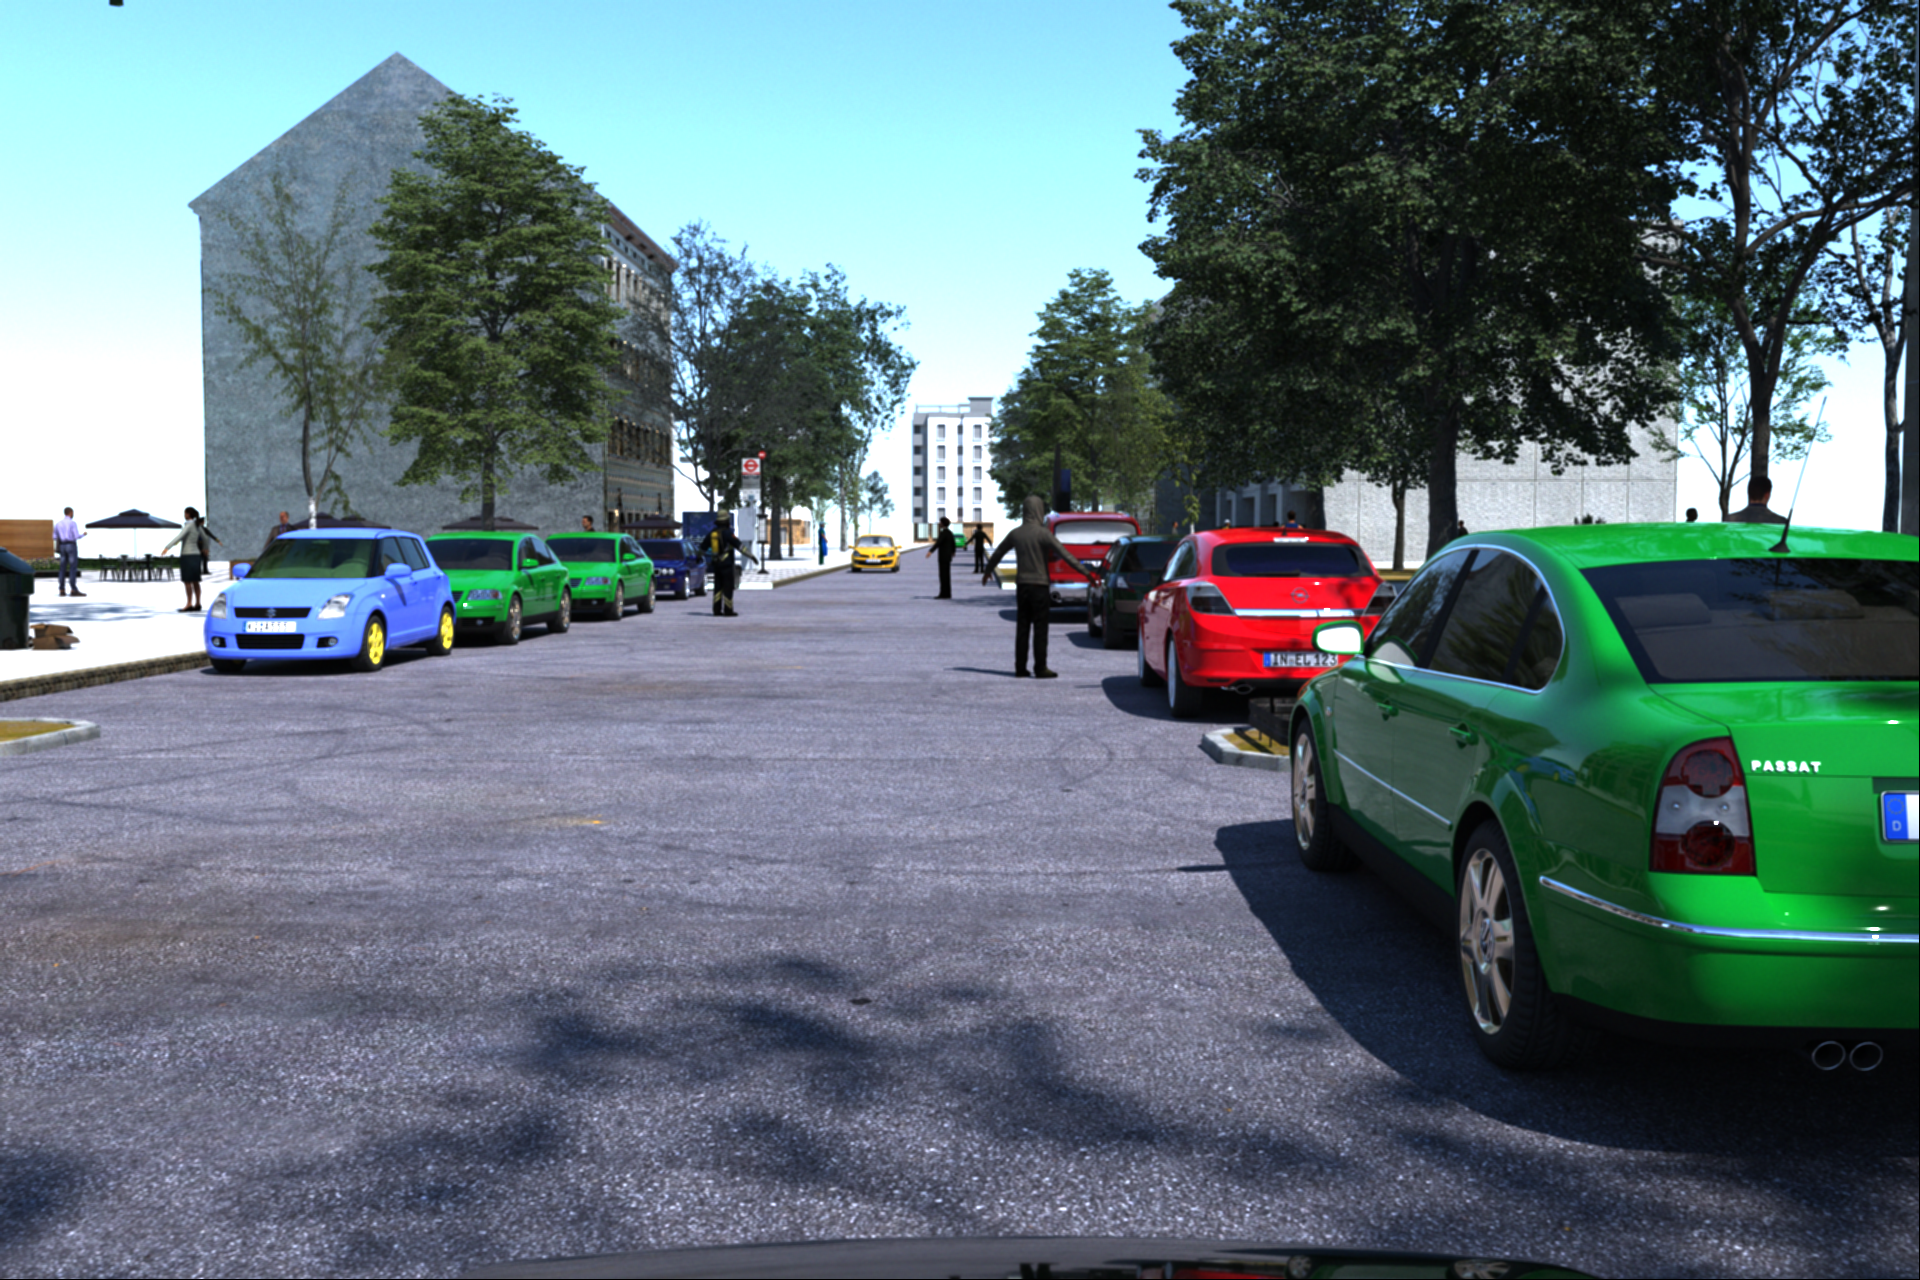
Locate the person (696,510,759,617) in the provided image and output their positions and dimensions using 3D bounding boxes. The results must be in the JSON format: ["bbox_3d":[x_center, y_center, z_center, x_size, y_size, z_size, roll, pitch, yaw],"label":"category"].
[{"bbox_3d":[-4.107,-1.341,30.166,1.354,1.856,0.705,2,4,31],"label":"person"}]

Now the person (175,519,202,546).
[{"bbox_3d":[-23.624,-2.852,53.095,0.721,1.772,1.216,1,4,13],"label":"person"}]

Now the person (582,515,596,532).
[{"bbox_3d":[-7.611,-1.635,35.329,0.704,1.812,1.346,-3,4,-37],"label":"person"}]

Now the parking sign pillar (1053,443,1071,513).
[{"bbox_3d":[3.047,-3.899,52.221,1.447,3.967,1.447,0,4,-1],"label":"parking sign pillar"}]

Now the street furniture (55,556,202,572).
[{"bbox_3d":[-32.229,-2.784,61.150,10.072,0.657,5.734,-2,4,-24],"label":"street furniture"}]

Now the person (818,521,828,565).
[{"bbox_3d":[-5.656,-3.988,71.337,0.704,1.817,1.347,-1,4,-16],"label":"person"}]

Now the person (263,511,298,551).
[{"bbox_3d":[-14.091,-1.808,36.151,0.990,1.755,0.434,0,4,6],"label":"person"}]

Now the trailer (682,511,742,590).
[{"bbox_3d":[-6.484,-2.272,44.198,1.471,1.999,3.904,0,4,0],"label":"trailer"}]

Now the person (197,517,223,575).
[{"bbox_3d":[-23.937,-2.986,54.751,1.347,1.837,0.705,1,4,17],"label":"person"}]

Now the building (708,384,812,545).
[{"bbox_3d":[-23.820,-21.414,206.544,16.016,20.090,11.380,0,4,0],"label":"building"}]

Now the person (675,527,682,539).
[{"bbox_3d":[-7.332,-2.499,47.044,0.705,1.806,1.347,3,4,37],"label":"person"}]

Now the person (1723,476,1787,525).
[{"bbox_3d":[6.626,-0.475,14.334,0.617,1.759,0.750,3,5,43],"label":"person"}]

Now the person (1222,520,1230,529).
[{"bbox_3d":[10.265,-3.699,66.455,0.705,1.833,1.349,-1,4,-19],"label":"person"}]

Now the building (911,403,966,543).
[{"bbox_3d":[-6.427,-23.487,242.889,11.380,20.090,16.016,1,4,9],"label":"building"}]

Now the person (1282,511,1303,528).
[{"bbox_3d":[7.493,-2.022,39.222,1.345,1.807,0.704,0,4,2],"label":"person"}]

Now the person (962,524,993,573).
[{"bbox_3d":[0.685,-3.338,63.220,1.347,1.806,0.705,-3,4,-36],"label":"person"}]

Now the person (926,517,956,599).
[{"bbox_3d":[-0.364,-1.814,38.309,0.705,1.806,1.347,2,4,25],"label":"person"}]

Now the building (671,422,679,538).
[{"bbox_3d":[-23.340,-10.664,116.508,9.099,9.664,28.070,0,4,1],"label":"building"}]

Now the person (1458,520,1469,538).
[{"bbox_3d":[18.980,-3.638,65.706,1.346,1.802,0.704,-3,4,-38],"label":"person"}]

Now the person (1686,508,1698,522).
[{"bbox_3d":[14.727,-1.753,34.846,0.705,1.807,1.348,2,4,33],"label":"person"}]

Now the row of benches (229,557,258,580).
[{"bbox_3d":[-18.224,-2.019,48.481,4.104,0.672,1.422,0,4,-5],"label":"row of benches"}]

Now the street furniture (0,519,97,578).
[{"bbox_3d":[-30.575,-2.609,49.519,11.010,1.723,9.812,2,4,34],"label":"street furniture"}]

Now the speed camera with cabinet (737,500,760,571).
[{"bbox_3d":[-7.408,-4.056,60.646,0.660,3.252,2.038,0,3,0],"label":"speed camera with cabinet"}]

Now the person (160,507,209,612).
[{"bbox_3d":[-12.741,-1.327,28.530,0.721,1.735,1.217,1,4,9],"label":"person"}]

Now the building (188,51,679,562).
[{"bbox_3d":[-25.525,-15.753,88.483,19.493,23.208,18.063,0,4,1],"label":"building"}]

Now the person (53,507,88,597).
[{"bbox_3d":[-18.245,-1.818,35.634,0.709,1.838,0.599,1,4,14],"label":"person"}]

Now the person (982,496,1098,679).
[{"bbox_3d":[0.743,-0.532,17.288,1.348,1.813,0.705,2,4,35],"label":"person"}]

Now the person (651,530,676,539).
[{"bbox_3d":[-12.919,-4.284,75.815,1.354,1.858,0.705,-1,4,-12],"label":"person"}]

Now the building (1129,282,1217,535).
[{"bbox_3d":[22.342,-17.920,123.924,19.493,23.208,18.063,0,4,0],"label":"building"}]

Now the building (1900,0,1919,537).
[{"bbox_3d":[27.008,-12.939,14.758,19.351,26.588,34.151,0,4,1],"label":"building"}]

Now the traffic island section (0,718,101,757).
[{"bbox_3d":[-7.051,0.681,11.724,1.991,0.108,1.994,0,4,1],"label":"traffic island section"}]

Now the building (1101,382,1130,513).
[{"bbox_3d":[25.477,-21.908,189.131,19.493,23.208,18.063,0,4,0],"label":"building"}]

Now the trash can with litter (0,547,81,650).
[{"bbox_3d":[-10.386,-0.485,19.312,1.055,1.170,0.624,0,4,1],"label":"trash can with litter"}]

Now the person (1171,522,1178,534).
[{"bbox_3d":[9.173,-4.132,73.823,0.705,1.796,1.348,1,4,15],"label":"person"}]

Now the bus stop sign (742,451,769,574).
[{"bbox_3d":[-6.571,-4.098,55.701,0.855,3.939,0.416,0,4,2],"label":"bus stop sign"}]

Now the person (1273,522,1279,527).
[{"bbox_3d":[11.812,-3.529,64.416,1.216,1.740,0.721,3,5,42],"label":"person"}]

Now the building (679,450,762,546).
[{"bbox_3d":[-25.776,-14.999,187.376,9.099,9.664,28.070,0,4,1],"label":"building"}]

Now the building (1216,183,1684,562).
[{"bbox_3d":[24.580,-13.951,94.562,16.747,18.905,31.486,0,4,1],"label":"building"}]

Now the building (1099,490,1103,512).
[{"bbox_3d":[22.501,-16.568,213.038,9.099,9.664,28.070,0,4,1],"label":"building"}]
